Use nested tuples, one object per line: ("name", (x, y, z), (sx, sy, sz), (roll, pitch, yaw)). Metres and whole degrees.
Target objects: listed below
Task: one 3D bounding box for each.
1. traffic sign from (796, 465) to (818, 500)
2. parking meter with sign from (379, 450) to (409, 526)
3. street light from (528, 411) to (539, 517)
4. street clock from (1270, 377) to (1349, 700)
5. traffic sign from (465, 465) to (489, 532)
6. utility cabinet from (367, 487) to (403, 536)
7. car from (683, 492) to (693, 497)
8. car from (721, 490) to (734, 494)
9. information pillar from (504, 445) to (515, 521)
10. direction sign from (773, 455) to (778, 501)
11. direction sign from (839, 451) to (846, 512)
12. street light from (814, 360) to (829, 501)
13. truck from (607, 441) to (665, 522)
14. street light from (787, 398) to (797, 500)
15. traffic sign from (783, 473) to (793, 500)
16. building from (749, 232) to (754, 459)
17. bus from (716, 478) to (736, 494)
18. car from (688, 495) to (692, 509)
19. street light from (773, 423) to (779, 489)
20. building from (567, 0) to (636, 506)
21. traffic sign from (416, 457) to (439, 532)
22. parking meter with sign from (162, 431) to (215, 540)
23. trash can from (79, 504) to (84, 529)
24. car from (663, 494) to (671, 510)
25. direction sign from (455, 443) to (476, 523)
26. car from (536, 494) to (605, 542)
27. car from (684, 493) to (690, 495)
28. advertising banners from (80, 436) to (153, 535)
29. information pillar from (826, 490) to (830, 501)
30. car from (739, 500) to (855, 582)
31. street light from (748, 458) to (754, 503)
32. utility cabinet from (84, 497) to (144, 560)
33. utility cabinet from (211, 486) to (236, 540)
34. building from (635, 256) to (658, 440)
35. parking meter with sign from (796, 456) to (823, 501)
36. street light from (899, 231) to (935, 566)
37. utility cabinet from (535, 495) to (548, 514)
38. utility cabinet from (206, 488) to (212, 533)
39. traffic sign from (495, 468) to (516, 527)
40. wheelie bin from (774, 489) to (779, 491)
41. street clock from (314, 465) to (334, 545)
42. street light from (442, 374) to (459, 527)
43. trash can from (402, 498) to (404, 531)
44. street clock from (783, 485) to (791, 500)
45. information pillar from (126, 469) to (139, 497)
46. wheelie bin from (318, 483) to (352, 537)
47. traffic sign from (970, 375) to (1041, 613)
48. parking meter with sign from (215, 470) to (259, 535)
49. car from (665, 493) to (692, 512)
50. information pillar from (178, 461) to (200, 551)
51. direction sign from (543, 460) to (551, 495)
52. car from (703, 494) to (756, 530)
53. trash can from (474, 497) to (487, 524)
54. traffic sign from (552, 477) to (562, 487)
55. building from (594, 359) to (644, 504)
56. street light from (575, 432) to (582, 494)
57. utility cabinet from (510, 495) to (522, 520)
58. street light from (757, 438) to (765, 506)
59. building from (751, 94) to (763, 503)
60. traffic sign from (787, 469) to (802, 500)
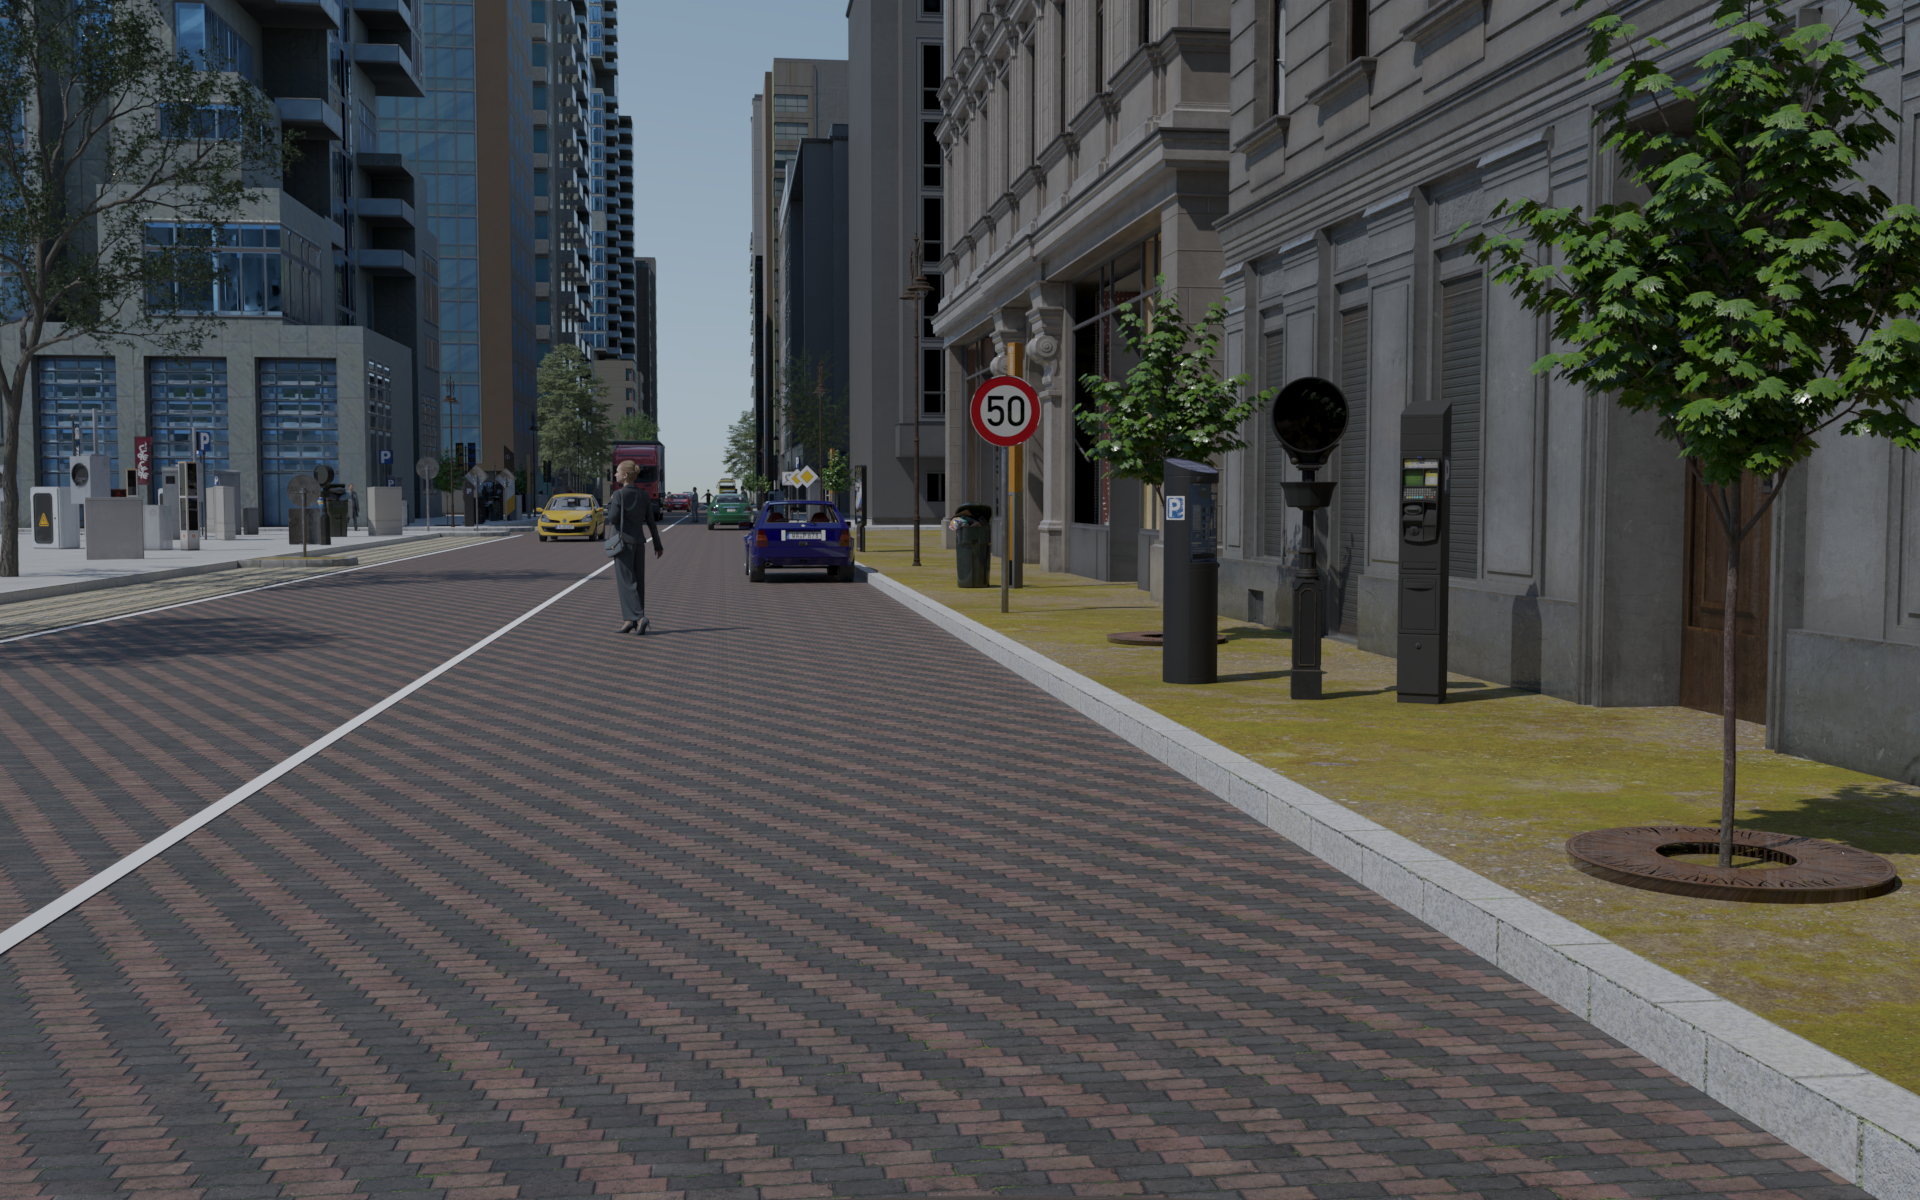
("traffic sign", (-5.330, -3.470, 60.379), (0.795, 2.450, 0.064), (0, 4, -8))
("parking meter with sign", (-22.662, -4.479, 69.495), (0.543, 3.016, 1.738), (0, 4, 5))
("street light", (-23.620, -7.538, 96.040), (0.468, 5.910, 1.993), (0, 4, -8))
("street clock", (2.173, -0.382, 10.820), (0.471, 2.002, 0.358), (0, 4, 8))
("traffic sign", (-16.424, -3.379, 58.885), (0.795, 2.450, 0.064), (0, 4, -8))
("utility cabinet", (-17.508, -2.693, 52.715), (0.318, 1.500, 1.173), (2, 4, 23))
("car", (-39.965, -15.026, 254.352), (2.281, 1.827, 5.304), (0, 4, -7))
("car", (-23.689, -10.360, 178.063), (2.281, 1.827, 5.304), (0, 4, -6))
("information pillar", (-21.568, -5.597, 82.858), (0.504, 3.616, 0.183), (-2, 4, -35))
("direction sign", (-10.672, -6.625, 100.316), (0.379, 3.537, 0.876), (-1, 4, -21))
("direction sign", (-6.413, -6.114, 91.959), (0.876, 3.537, 0.379), (-2, 4, -32))
("street light", (-4.823, -5.337, 60.044), (0.468, 5.910, 1.993), (0, 4, -8))
("truck", (-17.296, -6.388, 93.353), (2.839, 4.237, 11.283), (0, 4, -8))
("street light", (-8.087, -6.757, 83.271), (0.468, 5.910, 1.993), (0, 4, -8))
("traffic sign", (-7.953, -4.797, 80.556), (0.606, 2.300, 0.079), (0, 4, -6))
("building", (-23.401, -40.786, 286.463), (23.786, 49.044, 30.456), (0, 4, -8))
("bus", (-36.158, -16.913, 268.066), (2.896, 3.916, 12.252), (-1, 4, -9))
("car", (-26.062, -9.261, 163.777), (2.083, 1.381, 4.827), (-1, 4, -9))
("street light", (-11.963, -8.554, 112.646), (0.468, 5.910, 1.993), (0, 4, -8))
("building", (-59.785, -58.277, 265.506), (22.319, 86.520, 31.000), (0, 4, -8))
("traffic sign", (-18.206, -3.617, 59.241), (0.768, 2.556, 0.104), (0, 4, -5))
("parking meter with sign", (-21.878, -3.191, 48.429), (1.738, 3.016, 0.543), (1, 4, 10))
("trash can", (-32.570, -3.221, 64.325), (0.748, 1.137, 0.748), (0, 3, 0))
("car", (-25.925, -8.897, 155.684), (2.015, 1.641, 3.980), (-1, 4, -10))
("direction sign", (-21.745, -5.154, 76.268), (0.876, 3.537, 0.379), (0, 4, -1))
("car", (-11.937, -2.637, 53.337), (2.015, 1.641, 3.980), (0, 4, -6))
("car", (-31.034, -11.375, 195.579), (1.945, 1.707, 3.694), (0, 4, -7))
("advertising banners", (-25.404, -3.427, 52.214), (2.074, 3.025, 0.090), (-1, 4, -11))
("information pillar", (-6.353, -4.896, 84.537), (0.304, 2.012, 0.304), (3, 5, 44))
("car", (-2.779, -1.035, 29.508), (1.945, 1.354, 3.894), (-1, 4, -9))
("street light", (-22.533, -13.213, 188.823), (0.468, 5.910, 1.993), (0, 4, -8))
("utility cabinet", (-16.610, -1.397, 34.011), (1.020, 1.237, 0.306), (-2, 4, -31))
("utility cabinet", (-20.466, -2.419, 48.230), (0.318, 1.500, 1.173), (-2, 4, -35))
("building", (-57.996, -37.079, 289.843), (14.154, 41.232, 14.086), (0, 4, -8))
("parking meter with sign", (-6.730, -5.158, 80.595), (1.738, 3.016, 0.543), (-1, 4, -22))
("street light", (-0.769, -3.542, 30.694), (0.468, 5.910, 1.993), (0, 4, -8))
("utility cabinet", (-26.512, -6.030, 109.747), (0.306, 1.237, 1.020), (2, 4, 25))
("utility cabinet", (-24.277, -2.954, 56.979), (0.318, 1.500, 1.173), (1, 4, 15))
("traffic sign", (-17.508, -3.863, 66.797), (0.795, 2.450, 0.064), (0, 4, -8))
("wheelie bin", (-11.457, -6.152, 108.500), (0.693, 1.594, 0.980), (1, 4, 16))
("street clock", (-15.936, -2.378, 43.446), (0.471, 2.002, 0.358), (2, 4, 23))
("street light", (-19.577, -5.743, 66.688), (0.468, 5.910, 1.993), (0, 4, -8))
("trash can", (-18.565, -2.753, 56.666), (0.748, 1.137, 0.748), (0, 3, 0))
("street clock", (-8.095, -4.673, 80.969), (0.358, 2.002, 0.471), (-2, 4, -28))
("information pillar", (-24.224, -2.828, 50.733), (0.304, 2.012, 0.304), (-1, 4, -21))
("wheelie bin", (-18.638, -2.682, 51.753), (0.980, 1.594, 0.693), (-3, 5, -39))
("traffic sign", (0.486, -1.132, 18.620), (0.768, 2.556, 0.104), (0, 4, -5))
("parking meter with sign", (-22.822, -3.531, 53.991), (0.543, 3.016, 1.738), (3, 5, 43))
("car", (-22.430, -7.904, 138.270), (2.155, 1.783, 4.494), (0, 4, -6))
("information pillar", (-17.454, -2.124, 39.213), (0.304, 2.012, 0.304), (2, 4, 34))
("direction sign", (-27.855, -7.642, 116.951), (0.379, 3.537, 0.876), (1, 4, 22))
("car", (-9.314, -3.569, 70.145), (2.131, 1.459, 4.920), (-1, 4, -9))
("trash can", (-20.574, -3.809, 73.938), (0.748, 1.137, 0.748), (0, 3, 0))
("traffic sign", (-24.396, -6.284, 104.870), (0.606, 2.300, 0.079), (0, 4, 0))
("building", (-57.984, -23.981, 237.120), (27.650, 21.520, 28.899), (0, 4, -8))
("street light", (-27.705, -9.361, 125.844), (0.468, 5.910, 1.993), (0, 4, -8))
("utility cabinet", (-21.729, -4.499, 84.722), (0.306, 1.237, 1.020), (-2, 4, -31))
("street light", (-16.211, -10.374, 142.409), (0.468, 5.910, 1.993), (0, 4, -8))
("building", (-20.206, -43.735, 257.058), (21.231, 58.520, 28.212), (0, 4, -8))
("traffic sign", (-6.414, -3.954, 68.290), (0.795, 2.450, 0.064), (0, 4, -8))
